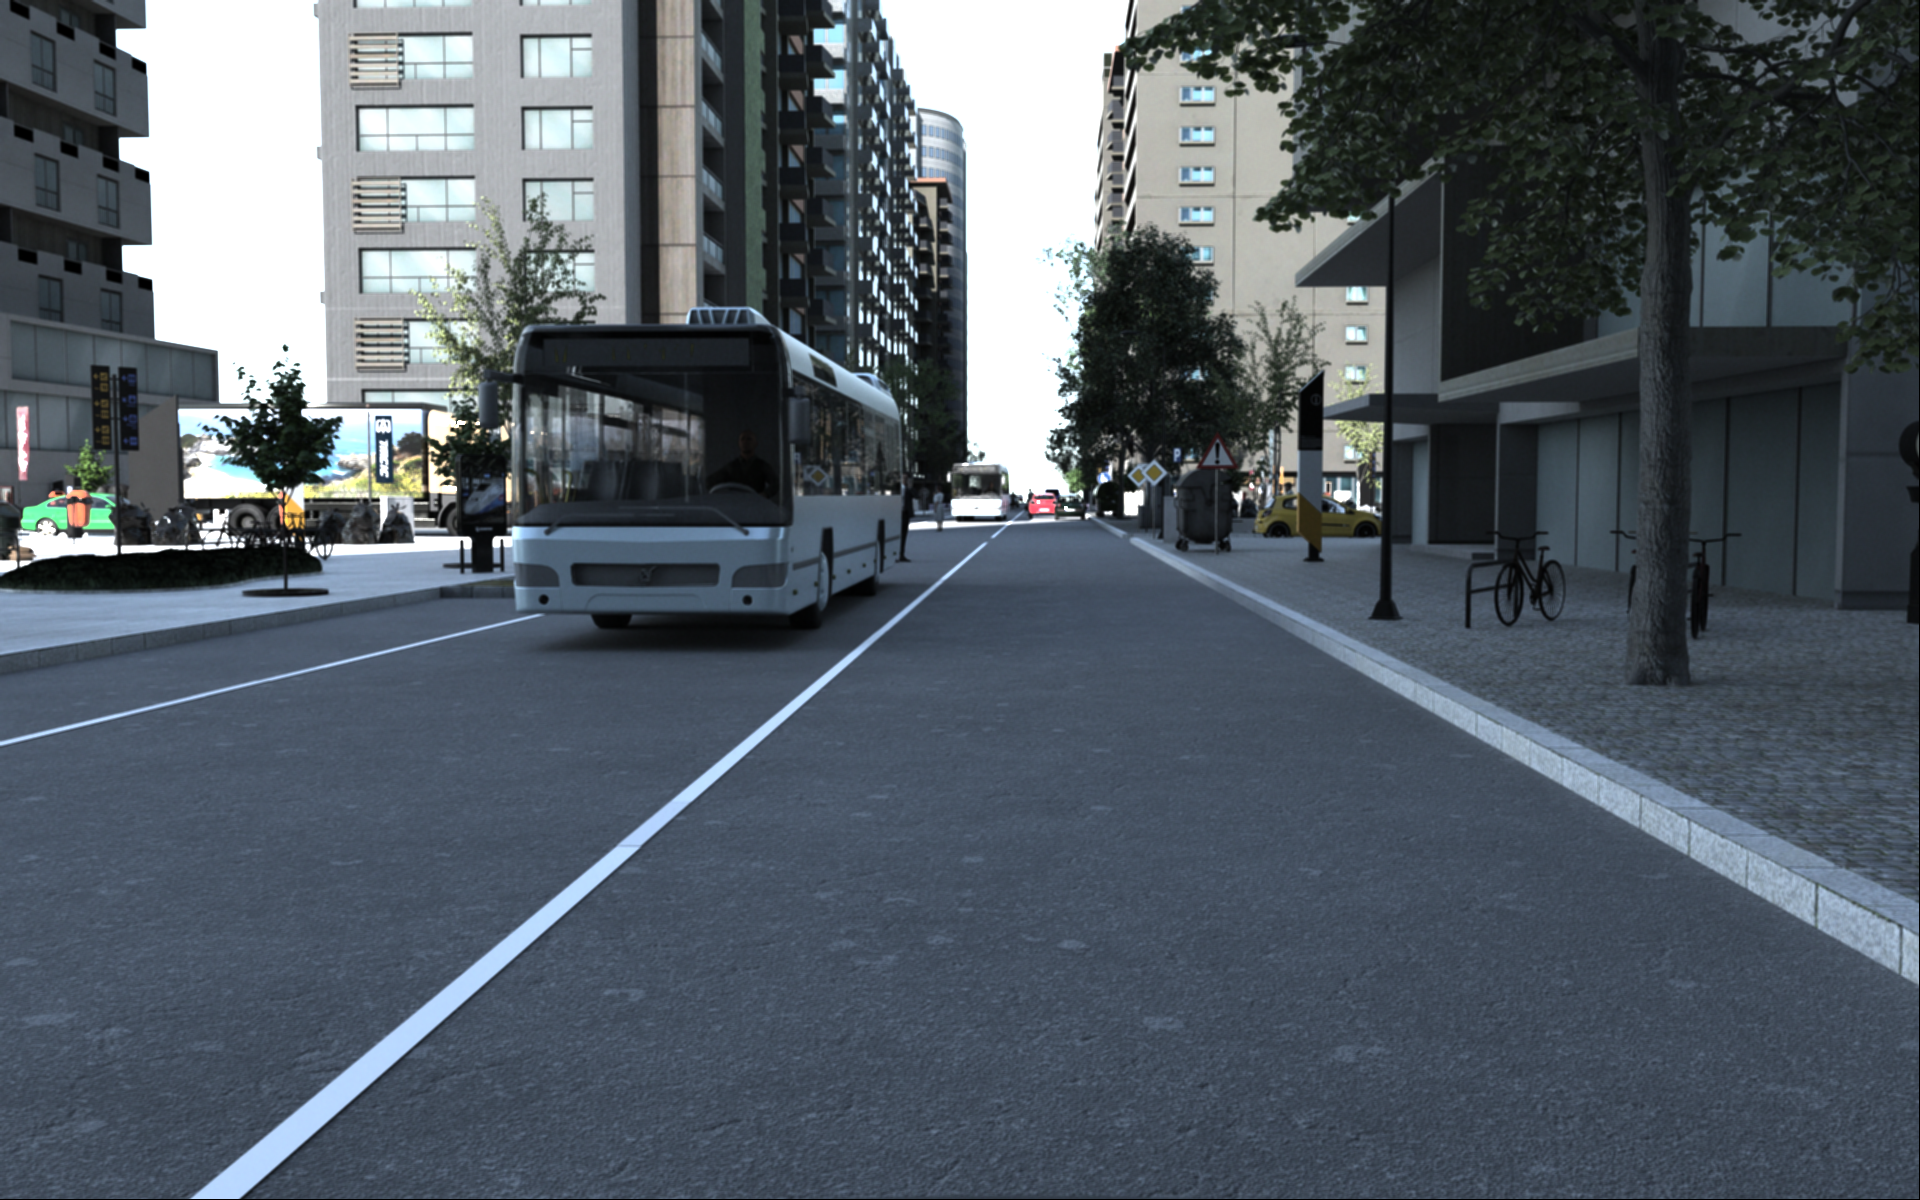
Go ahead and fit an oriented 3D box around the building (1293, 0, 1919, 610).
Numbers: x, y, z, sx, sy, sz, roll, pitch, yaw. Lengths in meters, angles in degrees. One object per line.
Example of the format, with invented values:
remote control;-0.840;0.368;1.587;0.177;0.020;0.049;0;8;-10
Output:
building;21.450;-27.000;30.685;28.713;52.752;27.495;0;4;3

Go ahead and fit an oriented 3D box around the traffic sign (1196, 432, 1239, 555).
traffic sign;5.420;-2.232;36.491;0.884;2.594;0.081;1;4;11

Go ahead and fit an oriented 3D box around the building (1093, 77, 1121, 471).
building;26.175;-34.836;193.270;21.300;48.544;21.600;0;4;3

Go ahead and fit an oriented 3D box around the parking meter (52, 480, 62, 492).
parking meter;-38.373;-4.159;73.703;0.399;1.863;0.255;0;4;-6

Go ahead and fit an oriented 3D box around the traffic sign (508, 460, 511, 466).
traffic sign;-8.082;-1.982;32.407;0.884;2.594;0.081;1;4;9

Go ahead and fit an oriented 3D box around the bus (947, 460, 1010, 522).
bus;1.175;-6.016;93.217;2.948;3.499;13.247;0;4;4

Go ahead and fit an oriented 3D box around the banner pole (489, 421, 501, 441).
banner pole;-13.324;-3.619;49.185;0.401;3.779;0.863;3;4;36

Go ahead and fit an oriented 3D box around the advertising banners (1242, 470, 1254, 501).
advertising banners;20.768;-8.028;127.449;2.074;3.025;0.090;0;4;-6

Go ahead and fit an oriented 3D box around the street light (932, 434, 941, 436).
street light;-2.217;-9.932;134.922;1.470;5.913;1.316;0;4;3

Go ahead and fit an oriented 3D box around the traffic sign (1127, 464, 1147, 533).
traffic sign;5.918;-3.288;57.394;0.795;2.450;0.064;0;4;3

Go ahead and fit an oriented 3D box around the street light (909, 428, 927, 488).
street light;-2.980;-9.091;121.183;1.470;5.913;1.316;0;4;3

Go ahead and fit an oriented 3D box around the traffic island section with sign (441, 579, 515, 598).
traffic island section with sign;-6.135;-0.987;24.767;1.989;1.847;2.006;0;4;3

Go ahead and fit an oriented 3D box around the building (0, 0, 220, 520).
building;-52.331;-29.671;74.354;27.495;52.752;28.713;0;4;3

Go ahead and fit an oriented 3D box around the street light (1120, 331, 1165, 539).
street light;5.262;-4.700;49.382;1.470;5.913;1.316;0;4;3

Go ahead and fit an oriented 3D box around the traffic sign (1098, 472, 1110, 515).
traffic sign;8.334;-6.120;100.164;0.768;2.556;0.104;0;4;8

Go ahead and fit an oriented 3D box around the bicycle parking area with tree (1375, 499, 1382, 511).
bicycle parking area with tree;33.506;-8.522;126.328;9.016;4.147;8.231;3;5;40

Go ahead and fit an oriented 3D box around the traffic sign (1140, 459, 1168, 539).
traffic sign;5.534;-2.800;49.418;0.795;2.450;0.064;0;4;3

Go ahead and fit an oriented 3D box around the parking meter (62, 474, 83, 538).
parking meter;-25.767;-2.732;50.381;0.399;1.863;0.255;1;4;20

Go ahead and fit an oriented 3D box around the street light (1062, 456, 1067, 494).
street light;11.473;-12.518;177.208;1.470;5.913;1.316;0;4;3

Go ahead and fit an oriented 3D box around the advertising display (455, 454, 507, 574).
advertising display;-7.810;-1.411;28.288;0.123;1.923;0.974;2;4;33

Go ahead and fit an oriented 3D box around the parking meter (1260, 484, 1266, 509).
parking meter;17.988;-5.925;102.587;0.255;1.863;0.399;-1;4;-22

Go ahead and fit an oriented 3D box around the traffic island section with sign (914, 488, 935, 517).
traffic island section with sign;-2.167;-6.027;107.162;1.989;1.847;2.006;0;4;3

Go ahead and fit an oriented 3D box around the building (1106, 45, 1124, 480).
building;25.457;-31.412;168.203;22.147;44.769;28.867;0;4;3

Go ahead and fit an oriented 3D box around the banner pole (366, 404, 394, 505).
banner pole;-16.196;-3.560;48.227;0.863;3.779;0.401;-1;4;-16

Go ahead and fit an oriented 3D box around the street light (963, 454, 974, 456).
street light;0.863;-13.846;198.917;1.470;5.913;1.316;0;4;3

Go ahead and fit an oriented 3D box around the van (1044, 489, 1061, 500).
van;10.672;-12.085;201.969;2.240;2.365;5.245;0;4;1

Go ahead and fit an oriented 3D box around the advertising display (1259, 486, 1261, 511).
advertising display;22.663;-7.585;129.230;0.123;1.923;0.974;-2;4;-33

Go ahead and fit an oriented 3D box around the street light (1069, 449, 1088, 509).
street light;10.032;-10.544;144.928;1.470;5.913;1.316;0;4;3

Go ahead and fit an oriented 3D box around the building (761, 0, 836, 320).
building;-19.046;-27.219;99.660;22.147;44.769;28.867;0;4;3

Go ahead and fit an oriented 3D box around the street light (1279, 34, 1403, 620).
street light;3.831;-2.759;17.647;1.470;5.913;1.316;0;4;3

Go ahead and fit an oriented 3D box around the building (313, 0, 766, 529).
building;-15.754;-23.516;68.087;14.154;41.232;14.086;0;4;3

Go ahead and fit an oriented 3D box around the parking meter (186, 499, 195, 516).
parking meter;-35.864;-4.424;80.737;0.372;1.533;0.369;0;3;0

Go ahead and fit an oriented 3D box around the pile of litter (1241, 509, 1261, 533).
pile of litter;10.151;-2.638;57.100;1.719;0.858;1.176;3;5;39

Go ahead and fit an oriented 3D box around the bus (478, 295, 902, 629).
bus;-2.546;-1.616;21.283;2.948;3.499;13.247;0;4;3

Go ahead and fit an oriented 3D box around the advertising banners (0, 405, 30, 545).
advertising banners;-19.197;-2.366;34.867;2.074;3.025;0.090;3;4;37

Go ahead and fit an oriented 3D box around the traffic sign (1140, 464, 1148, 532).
traffic sign;6.260;-3.423;58.089;0.606;2.300;0.079;1;4;9

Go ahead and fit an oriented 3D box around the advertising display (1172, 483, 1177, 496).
advertising display;13.417;-6.138;105.575;0.974;1.923;0.123;-1;4;-17

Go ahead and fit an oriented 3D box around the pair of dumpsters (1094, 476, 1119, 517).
pair of dumpsters;8.332;-5.781;97.019;1.574;2.255;4.437;0;4;3

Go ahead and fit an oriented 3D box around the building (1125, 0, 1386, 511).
building;24.568;-31.699;141.982;21.300;48.544;21.600;0;4;3

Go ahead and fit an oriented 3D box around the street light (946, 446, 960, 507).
street light;-0.723;-11.870;166.612;1.470;5.913;1.316;0;4;3

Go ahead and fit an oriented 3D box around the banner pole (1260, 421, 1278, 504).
banner pole;10.634;-4.212;58.888;0.401;3.779;0.863;2;4;31

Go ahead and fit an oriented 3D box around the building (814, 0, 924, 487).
building;-16.084;-34.239;179.420;23.786;49.044;30.456;0;4;3

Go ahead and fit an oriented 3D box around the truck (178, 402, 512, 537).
truck;-18.629;-3.995;54.225;11.283;4.237;2.839;0;4;1
